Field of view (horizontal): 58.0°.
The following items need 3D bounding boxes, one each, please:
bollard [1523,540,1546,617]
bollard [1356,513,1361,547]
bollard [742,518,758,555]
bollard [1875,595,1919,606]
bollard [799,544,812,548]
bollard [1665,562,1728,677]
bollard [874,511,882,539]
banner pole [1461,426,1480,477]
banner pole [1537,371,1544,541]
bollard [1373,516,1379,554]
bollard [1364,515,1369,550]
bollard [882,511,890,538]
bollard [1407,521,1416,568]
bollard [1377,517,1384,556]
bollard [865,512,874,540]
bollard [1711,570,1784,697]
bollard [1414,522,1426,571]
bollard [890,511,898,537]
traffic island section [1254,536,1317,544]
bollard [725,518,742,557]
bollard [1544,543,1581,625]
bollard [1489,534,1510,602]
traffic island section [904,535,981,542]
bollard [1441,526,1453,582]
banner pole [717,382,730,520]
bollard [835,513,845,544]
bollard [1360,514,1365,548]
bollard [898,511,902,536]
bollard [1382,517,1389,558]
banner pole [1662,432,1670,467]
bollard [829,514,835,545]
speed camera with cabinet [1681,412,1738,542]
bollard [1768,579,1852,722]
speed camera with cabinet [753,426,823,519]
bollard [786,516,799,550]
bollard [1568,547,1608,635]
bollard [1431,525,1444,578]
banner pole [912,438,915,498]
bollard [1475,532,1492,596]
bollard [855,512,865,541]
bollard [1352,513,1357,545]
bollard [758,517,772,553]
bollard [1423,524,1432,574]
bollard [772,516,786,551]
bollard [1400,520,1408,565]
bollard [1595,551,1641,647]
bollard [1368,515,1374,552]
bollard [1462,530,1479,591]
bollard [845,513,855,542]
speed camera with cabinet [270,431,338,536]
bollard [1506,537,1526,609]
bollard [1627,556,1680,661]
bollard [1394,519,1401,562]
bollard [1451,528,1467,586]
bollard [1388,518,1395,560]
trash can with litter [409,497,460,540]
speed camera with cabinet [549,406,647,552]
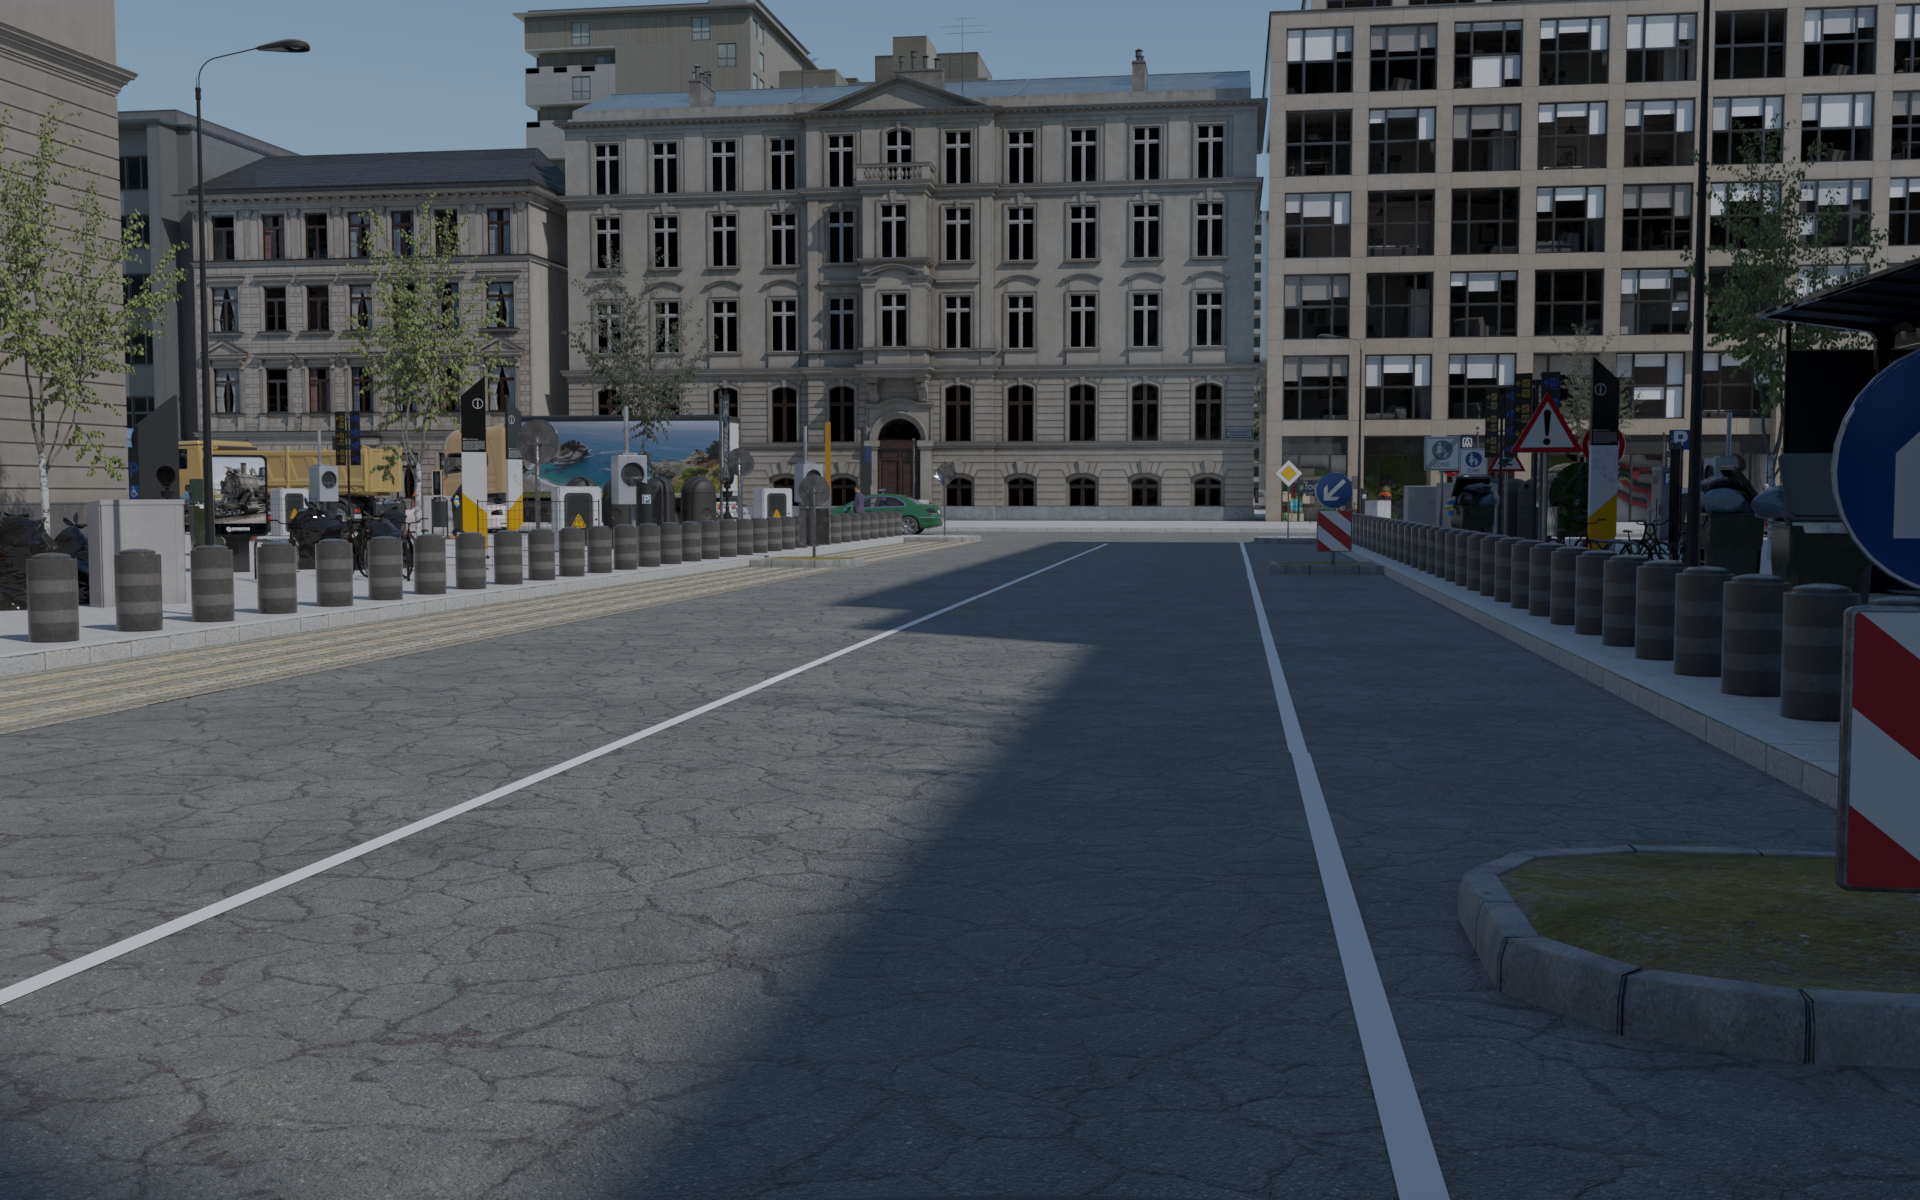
[{"bbox_3d":[6.217,-0.217,18.269,0.404,0.777,0.398,0,3,0],"label":"bollard"},{"bbox_3d":[9.911,-1.674,42.089,0.404,0.777,0.398,0,3,0],"label":"bollard"},{"bbox_3d":[-4.573,-1.336,36.560,0.404,0.777,0.398,0,3,0],"label":"bollard"},{"bbox_3d":[4.742,0.366,8.731,0.404,0.777,0.398,0,3,0],"label":"bollard"},{"bbox_3d":[-3.838,-1.627,41.322,0.404,0.777,0.398,0,3,0],"label":"bollard"},{"bbox_3d":[5.293,0.148,12.301,0.404,0.777,0.398,0,3,0],"label":"bollard"},{"bbox_3d":[-2.544,-2.138,49.676,0.404,0.777,0.398,0,3,0],"label":"bollard"},{"bbox_3d":[18.882,-4.526,64.011,0.863,3.779,0.401,0,4,-7],"label":"banner pole"},{"bbox_3d":[11.948,-2.794,35.691,0.401,3.779,0.863,1,4,11],"label":"banner pole"},{"bbox_3d":[9.173,-1.382,37.318,0.404,0.777,0.398,0,3,0],"label":"bollard"},{"bbox_3d":[9.542,-1.528,39.705,0.404,0.777,0.398,0,3,0],"label":"bollard"},{"bbox_3d":[-2.355,-2.211,50.874,0.404,0.777,0.398,0,3,0],"label":"bollard"},{"bbox_3d":[8.063,-0.945,30.170,0.404,0.777,0.398,0,3,0],"label":"bollard"},{"bbox_3d":[8.988,-1.310,36.129,0.404,0.777,0.398,0,3,0],"label":"bollard"},{"bbox_3d":[-2.727,-2.065,48.487,0.404,0.777,0.398,0,3,0],"label":"bollard"},{"bbox_3d":[5.106,0.221,11.106,0.404,0.777,0.398,0,3,0],"label":"bollard"},{"bbox_3d":[7.878,-0.873,28.983,0.404,0.777,0.398,0,3,0],"label":"bollard"},{"bbox_3d":[-2.171,-2.284,52.066,0.404,0.777,0.398,0,3,0],"label":"bollard"},{"bbox_3d":[9.685,-1.759,51.037,2.009,0.180,2.903,1,4,9],"label":"traffic island section"},{"bbox_3d":[-4.759,-1.263,35.366,0.404,0.777,0.398,0,3,0],"label":"bollard"},{"bbox_3d":[6.032,-0.144,17.064,0.404,0.777,0.398,0,3,0],"label":"bollard"},{"bbox_3d":[6.587,-0.363,20.655,0.404,0.777,0.398,0,3,0],"label":"bollard"},{"bbox_3d":[-0.484,-1.855,52.613,2.009,0.180,2.903,1,4,9],"label":"traffic island section"},{"bbox_3d":[7.329,-0.655,25.419,0.404,0.777,0.398,0,3,0],"label":"bollard"},{"bbox_3d":[-5.266,-2.976,38.672,0.401,3.779,0.863,-2,4,-26],"label":"banner pole"},{"bbox_3d":[-3.282,-1.847,44.908,0.404,0.777,0.398,0,3,0],"label":"bollard"},{"bbox_3d":[9.727,-1.601,40.901,0.404,0.777,0.398,0,3,0],"label":"bollard"},{"bbox_3d":[-1.989,-2.357,53.260,0.404,0.777,0.398,0,3,0],"label":"bollard"},{"bbox_3d":[8.801,-1.237,34.942,0.404,0.777,0.398,0,3,0],"label":"bollard"},{"bbox_3d":[28.394,-4.868,69.614,0.401,3.779,0.863,-1,4,-11],"label":"banner pole"},{"bbox_3d":[-3.461,-1.774,43.720,0.404,0.777,0.398,0,3,0],"label":"bollard"},{"bbox_3d":[18.408,-2.953,42.614,0.660,3.252,2.038,0,4,1],"label":"speed camera with cabinet"},{"bbox_3d":[4.927,0.294,9.918,0.404,0.777,0.398,0,3,0],"label":"bollard"},{"bbox_3d":[-4.954,-3.408,50.060,2.038,3.252,0.660,-3,4,-37],"label":"speed camera with cabinet"},{"bbox_3d":[-4.024,-1.554,40.124,0.404,0.777,0.398,0,3,0],"label":"bollard"},{"bbox_3d":[5.850,-0.070,15.863,0.404,0.777,0.398,0,3,0],"label":"bollard"},{"bbox_3d":[7.509,-0.727,26.608,0.404,0.777,0.398,0,3,0],"label":"bollard"},{"bbox_3d":[-2.073,-5.386,78.082,0.401,3.779,0.863,0,4,3],"label":"banner pole"},{"bbox_3d":[6.772,-0.436,21.843,0.404,0.777,0.398,0,3,0],"label":"bollard"},{"bbox_3d":[-2.914,-1.993,47.294,0.404,0.777,0.398,0,3,0],"label":"bollard"},{"bbox_3d":[10.092,-1.747,43.278,0.404,0.777,0.398,0,3,0],"label":"bollard"},{"bbox_3d":[-4.393,-1.409,37.748,0.404,0.777,0.398,0,3,0],"label":"bollard"},{"bbox_3d":[7.699,-0.800,27.795,0.404,0.777,0.398,0,3,0],"label":"bollard"},{"bbox_3d":[-4.208,-1.481,38.936,0.404,0.777,0.398,0,3,0],"label":"bollard"},{"bbox_3d":[8.251,-1.019,31.372,0.404,0.777,0.398,0,3,0],"label":"bollard"},{"bbox_3d":[5.662,0.003,14.676,0.404,0.777,0.398,0,3,0],"label":"bollard"},{"bbox_3d":[9.356,-1.456,38.518,0.404,0.777,0.398,0,3,0],"label":"bollard"},{"bbox_3d":[6.955,-0.509,23.038,0.404,0.777,0.398,0,3,0],"label":"bollard"},{"bbox_3d":[-3.097,-1.919,46.098,0.404,0.777,0.398,0,3,0],"label":"bollard"},{"bbox_3d":[-20.171,-3.606,53.298,0.660,3.252,2.038,2,4,34],"label":"speed camera with cabinet"},{"bbox_3d":[6.403,-0.290,19.457,0.404,0.777,0.398,0,3,0],"label":"bollard"},{"bbox_3d":[5.478,0.075,13.489,0.404,0.777,0.398,0,3,0],"label":"bollard"},{"bbox_3d":[8.432,-1.091,32.560,0.404,0.777,0.398,0,3,0],"label":"bollard"},{"bbox_3d":[7.140,-0.582,24.226,0.404,0.777,0.398,0,3,0],"label":"bollard"},{"bbox_3d":[8.617,-1.164,33.755,0.404,0.777,0.398,0,3,0],"label":"bollard"},{"bbox_3d":[-15.040,-2.333,49.201,2.233,1.210,1.678,1,4,19],"label":"trash can with litter"},{"bbox_3d":[-8.060,-2.714,38.713,2.038,3.252,0.660,-2,4,-29],"label":"speed camera with cabinet"}]
